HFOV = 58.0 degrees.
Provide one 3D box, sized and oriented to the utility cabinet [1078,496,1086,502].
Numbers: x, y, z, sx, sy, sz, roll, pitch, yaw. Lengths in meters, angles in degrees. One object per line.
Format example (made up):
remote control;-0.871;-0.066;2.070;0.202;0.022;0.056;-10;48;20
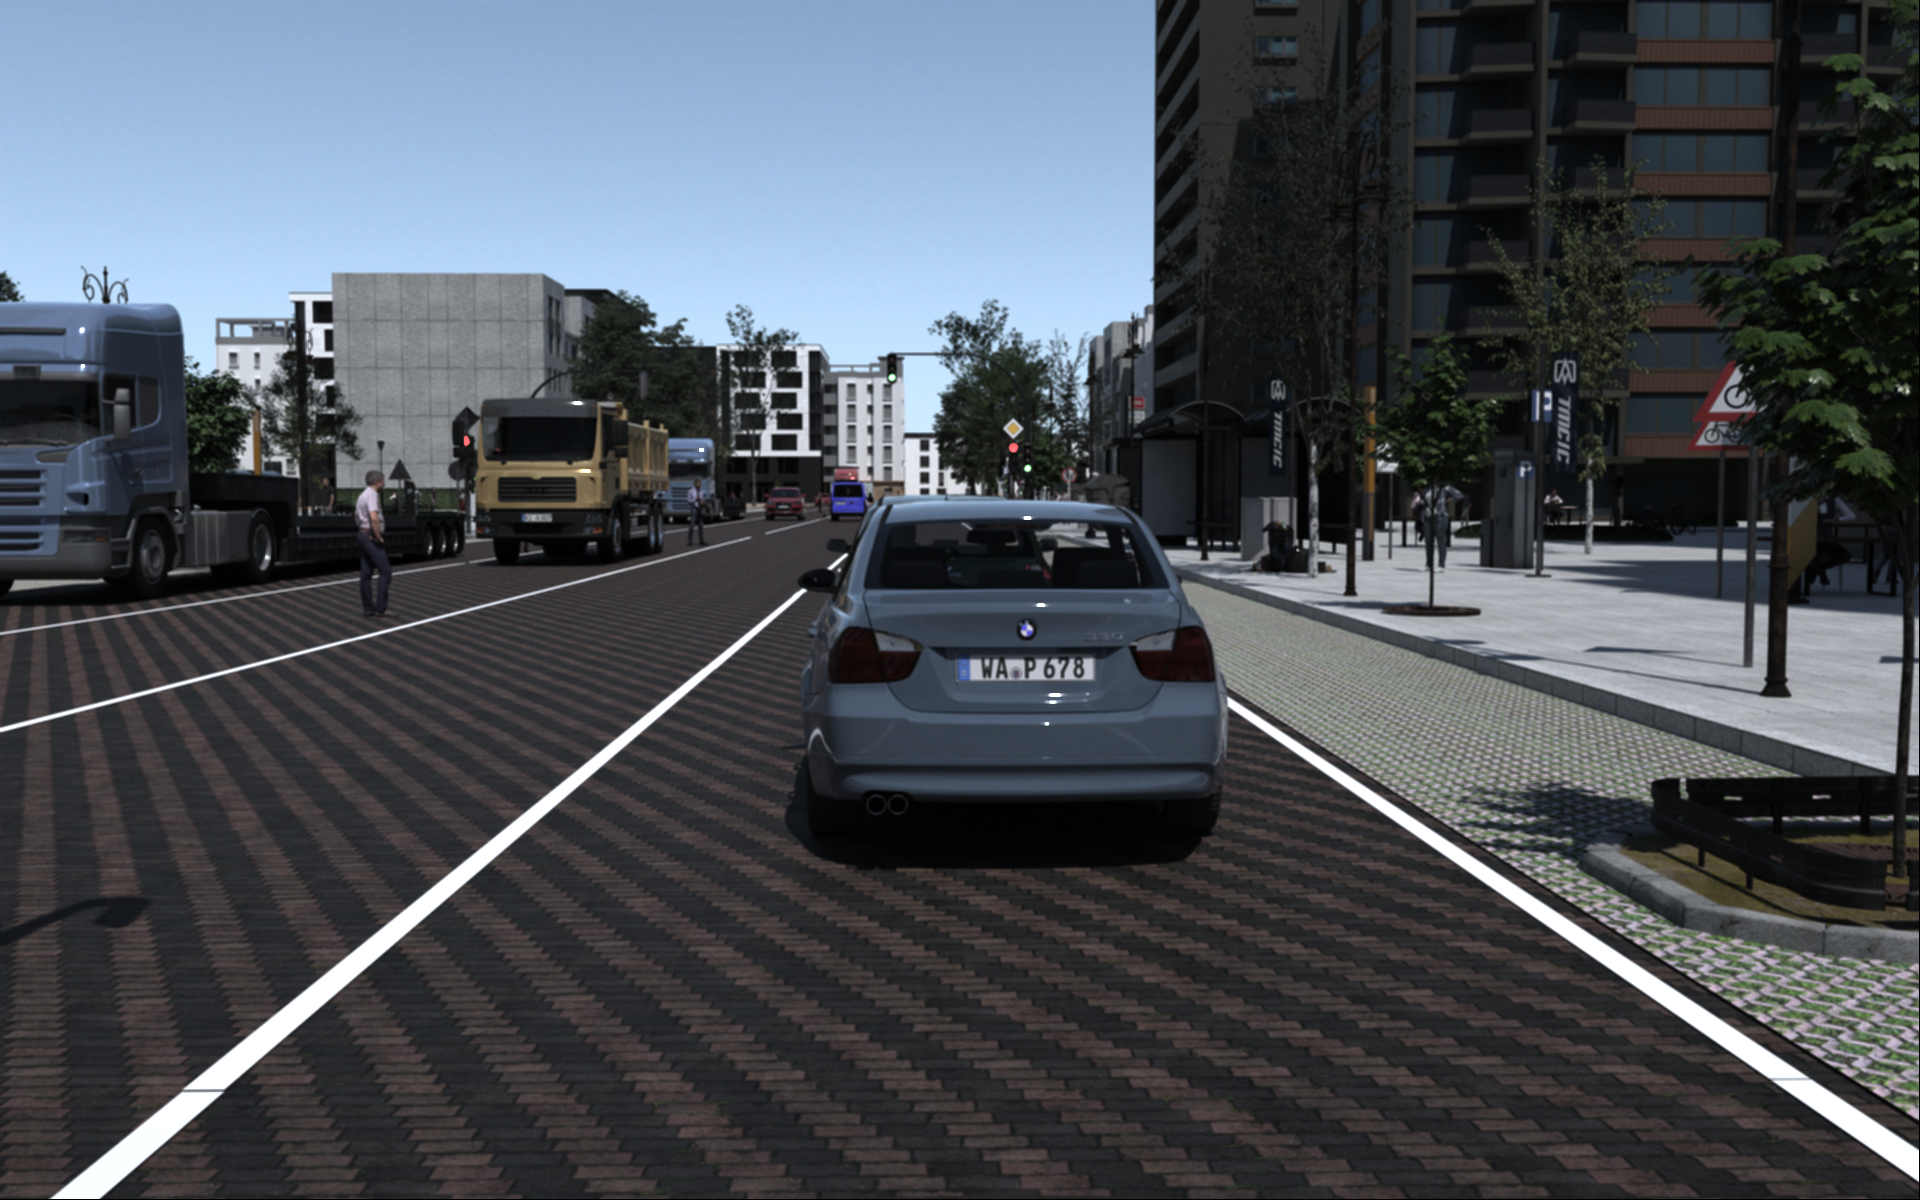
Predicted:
utility cabinet;4.888;-3.240;64.137;1.020;1.237;0.306;0;4;-7

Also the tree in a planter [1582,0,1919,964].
tree in a planter;3.350;-0.541;6.075;1.991;3.239;1.994;0;4;-1

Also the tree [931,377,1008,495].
tree;1.462;-17.055;185.500;9.857;13.997;8.962;0;3;0

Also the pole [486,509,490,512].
pole;-19.460;-4.739;71.332;0.158;3.312;0.155;0;3;0

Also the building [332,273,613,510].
building;-42.111;-17.625;154.621;16.747;18.905;31.486;0;4;-1

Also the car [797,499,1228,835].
car;0.175;0.209;8.587;2.014;1.417;4.499;0;4;-2

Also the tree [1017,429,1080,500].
tree;4.346;-6.299;86.694;4.285;4.588;4.351;0;3;0

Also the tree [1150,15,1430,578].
tree;5.183;-4.635;26.145;4.360;8.622;3.978;0;3;0

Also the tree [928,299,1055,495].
tree;3.391;-18.982;166.246;12.611;20.169;13.585;0;3;0

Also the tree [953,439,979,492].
tree;1.212;-16.271;216.395;4.737;8.622;4.395;0;3;0

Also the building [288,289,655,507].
building;-51.747;-20.946;186.434;32.646;21.610;27.936;0;4;-1

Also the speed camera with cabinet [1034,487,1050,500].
speed camera with cabinet;5.393;-7.268;113.160;0.660;3.252;2.038;2;4;29

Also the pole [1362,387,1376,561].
pole;7.823;-2.402;33.109;0.158;3.312;0.155;0;3;0

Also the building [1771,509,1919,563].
building;33.916;-20.675;29.915;32.217;40.220;23.993;0;4;-1

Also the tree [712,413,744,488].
tree;-21.013;-12.346;152.212;4.360;8.622;3.978;0;3;0

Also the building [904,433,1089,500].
building;6.285;-18.370;242.499;28.070;9.664;9.099;0;4;-1

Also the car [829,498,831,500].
car;-11.088;-9.227;160.644;2.009;1.686;4.222;0;4;-1

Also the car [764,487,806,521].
car;-9.577;-5.294;95.234;2.281;1.827;5.304;0;4;-3

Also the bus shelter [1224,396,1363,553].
bus shelter;7.454;-2.738;38.693;2.014;3.302;5.546;0;4;-1

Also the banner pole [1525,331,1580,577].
banner pole;9.179;-2.246;26.747;0.863;3.779;0.401;-1;4;-11

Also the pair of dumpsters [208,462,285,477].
pair of dumpsters;-20.899;-2.929;50.381;1.574;2.255;4.437;0;4;-1

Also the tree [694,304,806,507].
tree;-22.179;-19.567;175.808;12.611;20.169;13.585;0;3;0

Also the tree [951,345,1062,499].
tree;3.384;-12.021;122.306;9.928;11.665;9.643;0;3;0

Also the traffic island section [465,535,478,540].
traffic island section;-15.805;-2.040;55.635;2.009;0.180;2.903;0;4;-1

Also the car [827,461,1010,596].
car;-0.139;-0.291;14.537;2.009;1.686;4.222;0;4;-1

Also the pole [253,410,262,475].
pole;-17.132;-2.962;42.270;0.158;3.312;0.155;0;3;0

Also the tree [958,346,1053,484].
tree;3.569;-13.125;132.725;7.486;12.596;7.792;0;3;0

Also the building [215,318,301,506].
building;-73.911;-20.562;192.609;11.380;20.091;16.016;0;4;-1

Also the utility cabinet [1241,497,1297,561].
utility cabinet;5.893;-1.339;33.060;1.020;1.237;0.306;0;4;-2

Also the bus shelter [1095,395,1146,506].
bus shelter;6.576;-5.547;68.318;2.179;5.291;8.768;0;4;-1

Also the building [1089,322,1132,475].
building;23.756;-19.563;186.314;16.747;18.905;31.486;0;4;-1

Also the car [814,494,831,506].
car;-16.404;-12.160;207.861;2.155;1.783;4.494;0;4;0

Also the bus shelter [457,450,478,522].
bus shelter;-21.893;-5.358;81.533;2.014;3.302;5.546;0;4;-1

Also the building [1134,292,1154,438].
building;24.599;-18.833;164.334;16.016;20.091;11.380;0;4;-1

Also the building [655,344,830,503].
building;-35.650;-24.831;249.956;32.646;21.610;27.936;0;4;-1

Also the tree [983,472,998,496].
tree;2.969;-9.290;146.489;1.663;3.219;1.824;0;3;0

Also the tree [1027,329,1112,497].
tree;5.114;-7.782;77.597;4.360;8.622;3.978;0;3;0

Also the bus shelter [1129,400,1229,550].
bus shelter;5.255;-2.829;40.175;2.014;3.302;5.546;0;4;-1

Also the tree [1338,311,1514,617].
tree;5.103;-1.455;18.392;1.663;3.219;1.824;0;3;0

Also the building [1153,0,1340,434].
building;25.127;-30.147;116.607;21.300;48.544;21.600;0;4;-1

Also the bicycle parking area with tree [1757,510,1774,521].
bicycle parking area with tree;38.497;-5.248;72.799;8.231;4.147;9.016;-1;4;-19

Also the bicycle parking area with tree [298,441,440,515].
bicycle parking area with tree;-33.880;-6.594;94.806;8.231;4.147;9.016;2;4;35

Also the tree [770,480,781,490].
tree;-22.614;-13.500;215.318;1.663;3.219;1.824;0;3;0

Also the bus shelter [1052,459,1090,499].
bus shelter;6.137;-6.363;97.953;2.014;3.302;5.546;0;4;-1

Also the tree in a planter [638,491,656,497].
tree in a planter;-16.249;-5.569;88.278;1.991;3.239;1.994;0;4;-1

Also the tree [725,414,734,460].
tree;-20.840;-11.891;144.775;4.737;8.622;4.395;0;3;0

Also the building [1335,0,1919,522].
building;32.972;-26.544;88.616;28.867;44.769;22.147;0;4;-1

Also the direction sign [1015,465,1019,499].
direction sign;3.628;-7.037;107.054;0.379;3.537;0.876;-3;5;-42

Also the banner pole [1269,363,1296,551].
banner pole;5.956;-2.561;31.891;0.863;3.779;0.401;-3;4;-38

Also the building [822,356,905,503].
building;-13.490;-23.709;244.056;11.380;20.091;16.016;0;4;-1

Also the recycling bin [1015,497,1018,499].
recycling bin;4.155;-7.177;129.905;0.722;1.027;0.722;-1;4;-15
